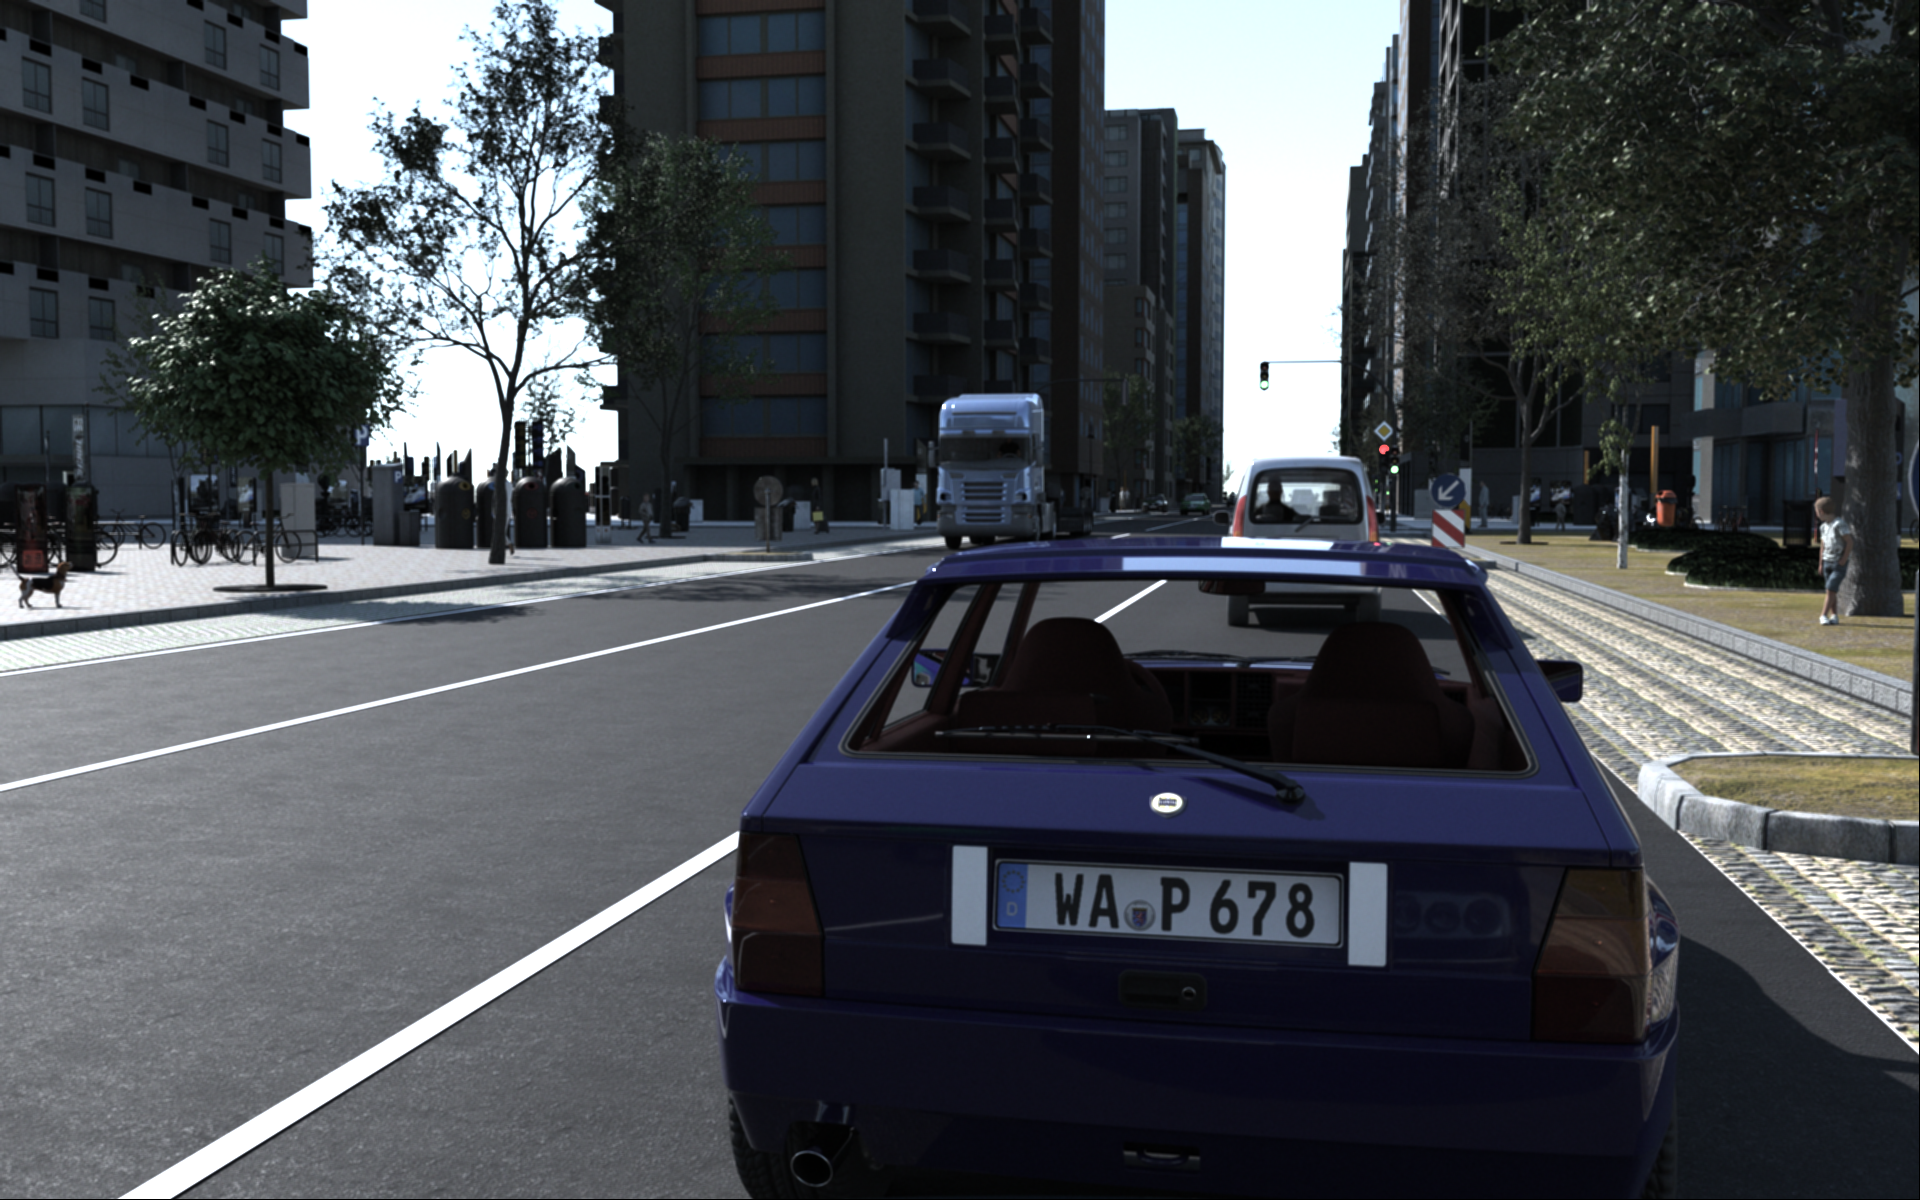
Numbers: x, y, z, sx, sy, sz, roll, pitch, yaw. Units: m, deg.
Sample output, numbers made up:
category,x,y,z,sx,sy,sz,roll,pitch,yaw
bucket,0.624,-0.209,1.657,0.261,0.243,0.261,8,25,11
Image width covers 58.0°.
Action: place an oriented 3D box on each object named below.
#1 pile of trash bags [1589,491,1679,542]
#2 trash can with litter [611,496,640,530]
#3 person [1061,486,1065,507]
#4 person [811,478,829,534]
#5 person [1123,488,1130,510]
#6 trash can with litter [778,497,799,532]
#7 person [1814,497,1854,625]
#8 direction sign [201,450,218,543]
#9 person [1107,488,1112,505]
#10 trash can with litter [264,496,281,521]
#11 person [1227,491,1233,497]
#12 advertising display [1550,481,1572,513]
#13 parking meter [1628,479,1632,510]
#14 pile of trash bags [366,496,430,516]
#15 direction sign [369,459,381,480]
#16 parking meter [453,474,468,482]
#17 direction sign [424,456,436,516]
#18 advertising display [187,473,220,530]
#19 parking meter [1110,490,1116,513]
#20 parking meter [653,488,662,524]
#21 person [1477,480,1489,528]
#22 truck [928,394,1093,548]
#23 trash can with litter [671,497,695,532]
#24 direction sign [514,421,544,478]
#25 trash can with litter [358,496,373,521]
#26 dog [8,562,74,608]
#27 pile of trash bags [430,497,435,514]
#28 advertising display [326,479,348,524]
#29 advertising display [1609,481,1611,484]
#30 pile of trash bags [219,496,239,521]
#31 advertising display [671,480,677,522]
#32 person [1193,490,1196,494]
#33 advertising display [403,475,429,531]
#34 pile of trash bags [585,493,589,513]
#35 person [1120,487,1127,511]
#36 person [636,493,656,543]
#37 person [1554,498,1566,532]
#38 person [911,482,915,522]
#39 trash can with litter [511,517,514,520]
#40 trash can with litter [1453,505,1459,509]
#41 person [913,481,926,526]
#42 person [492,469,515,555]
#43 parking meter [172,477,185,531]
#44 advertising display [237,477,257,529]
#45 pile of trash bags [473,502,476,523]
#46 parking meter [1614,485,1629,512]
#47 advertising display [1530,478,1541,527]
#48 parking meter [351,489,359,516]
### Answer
category,x,y,z,sx,sy,sz,roll,pitch,yaw
pile of trash bags,18.330,-2.243,46.431,1.912,1.369,3.447,0,4,-2
trash can with litter,-12.421,-3.168,62.854,1.678,1.210,2.233,1,4,21
person,6.396,-6.345,109.814,0.581,1.822,0.654,1,4,16
person,-4.537,-3.044,56.030,0.699,1.804,1.509,1,4,16
person,13.169,-7.990,136.905,0.641,1.798,0.478,3,5,44
trash can with litter,-6.010,-2.886,58.568,0.624,1.170,1.055,3,5,44
person,8.578,-0.385,17.024,0.352,1.250,0.332,2,4,25
direction sign,-19.799,-3.285,45.699,0.876,3.537,0.379,3,5,40
person,12.471,-8.373,143.307,0.716,1.782,0.532,-2,4,-26
trash can with litter,-33.156,-4.464,84.040,1.678,1.210,2.233,1,4,9
person,36.687,-13.790,233.982,1.348,1.822,0.705,0,4,-7
advertising display,29.060,-4.808,83.820,0.974,1.923,0.123,2,4,28
parking meter,25.213,-3.663,65.601,0.399,1.863,0.255,-1,4,-22
pile of trash bags,-30.414,-5.051,92.338,3.447,1.369,1.912,1,4,22
direction sign,-38.216,-7.421,113.332,0.876,3.537,0.379,1,4,15
parking meter,-14.365,-2.704,49.921,0.399,1.863,0.255,1,4,17
direction sign,-31.566,-6.819,103.493,0.876,3.537,0.379,-1,4,-17
advertising display,-23.521,-2.975,53.861,0.123,1.923,0.974,3,4,37
parking meter,10.503,-6.751,118.797,0.372,1.533,0.369,0,3,0
parking meter,-13.180,-4.105,75.528,0.372,1.533,0.369,0,3,0
person,20.032,-3.675,66.229,0.391,1.810,0.635,0,4,7
truck,2.004,-3.825,52.304,2.967,4.110,18.799,1,4,9
trash can with litter,-9.478,-2.897,58.750,0.624,1.170,1.055,1,4,15
direction sign,-13.381,-3.783,53.849,0.876,3.537,0.379,0,4,-8
trash can with litter,-28.064,-4.426,83.430,2.233,1.210,1.678,-2,4,-28
dog,-10.401,-0.171,19.629,0.406,0.507,0.540,2,4,31
pile of trash bags,-36.215,-6.410,114.552,3.447,1.369,1.912,1,4,11
advertising display,-27.090,-4.287,75.311,0.123,1.923,0.974,3,5,44
advertising display,32.512,-4.983,86.678,0.123,1.923,0.974,1,4,21
pile of trash bags,-36.139,-4.559,84.284,1.912,1.369,3.447,-1,4,-16
advertising display,-13.346,-4.604,80.486,0.123,1.923,0.974,0,4,5
person,20.796,-8.856,153.299,0.705,1.823,1.348,-1,4,-16
advertising display,-18.933,-3.363,60.195,0.974,1.923,0.123,1,4,17
pile of trash bags,-24.942,-6.636,118.251,1.912,1.369,3.447,-3,4,-36
person,12.285,-7.600,130.534,0.641,1.798,0.478,3,4,37
person,-8.180,-2.135,45.223,0.640,1.303,0.475,1,4,19
person,21.688,-3.046,62.582,0.640,1.303,0.475,-3,5,-43
person,-2.033,-4.240,75.607,0.529,1.795,0.600,-3,5,-42
trash can with litter,-22.024,-4.637,86.867,1.678,1.210,2.233,-1,4,-13
trash can with litter,25.192,-4.701,88.249,0.624,1.170,1.055,2,4,34
person,-1.683,-3.937,70.424,0.660,1.820,0.620,0,4,8
person,-9.230,-1.787,35.143,0.514,1.842,0.818,1,4,22
parking meter,-27.088,-3.322,60.024,0.399,1.863,0.255,2,4,29
advertising display,-26.630,-3.637,64.676,0.974,1.923,0.123,2,4,31
pile of trash bags,-21.891,-4.237,79.023,1.912,1.369,3.447,1,4,12
parking meter,18.887,-2.512,49.475,0.372,1.533,0.369,0,3,0
advertising display,22.504,-3.850,68.168,0.974,1.923,0.123,-2,4,-34
parking meter,-31.823,-5.056,91.071,0.372,1.533,0.369,0,3,0
